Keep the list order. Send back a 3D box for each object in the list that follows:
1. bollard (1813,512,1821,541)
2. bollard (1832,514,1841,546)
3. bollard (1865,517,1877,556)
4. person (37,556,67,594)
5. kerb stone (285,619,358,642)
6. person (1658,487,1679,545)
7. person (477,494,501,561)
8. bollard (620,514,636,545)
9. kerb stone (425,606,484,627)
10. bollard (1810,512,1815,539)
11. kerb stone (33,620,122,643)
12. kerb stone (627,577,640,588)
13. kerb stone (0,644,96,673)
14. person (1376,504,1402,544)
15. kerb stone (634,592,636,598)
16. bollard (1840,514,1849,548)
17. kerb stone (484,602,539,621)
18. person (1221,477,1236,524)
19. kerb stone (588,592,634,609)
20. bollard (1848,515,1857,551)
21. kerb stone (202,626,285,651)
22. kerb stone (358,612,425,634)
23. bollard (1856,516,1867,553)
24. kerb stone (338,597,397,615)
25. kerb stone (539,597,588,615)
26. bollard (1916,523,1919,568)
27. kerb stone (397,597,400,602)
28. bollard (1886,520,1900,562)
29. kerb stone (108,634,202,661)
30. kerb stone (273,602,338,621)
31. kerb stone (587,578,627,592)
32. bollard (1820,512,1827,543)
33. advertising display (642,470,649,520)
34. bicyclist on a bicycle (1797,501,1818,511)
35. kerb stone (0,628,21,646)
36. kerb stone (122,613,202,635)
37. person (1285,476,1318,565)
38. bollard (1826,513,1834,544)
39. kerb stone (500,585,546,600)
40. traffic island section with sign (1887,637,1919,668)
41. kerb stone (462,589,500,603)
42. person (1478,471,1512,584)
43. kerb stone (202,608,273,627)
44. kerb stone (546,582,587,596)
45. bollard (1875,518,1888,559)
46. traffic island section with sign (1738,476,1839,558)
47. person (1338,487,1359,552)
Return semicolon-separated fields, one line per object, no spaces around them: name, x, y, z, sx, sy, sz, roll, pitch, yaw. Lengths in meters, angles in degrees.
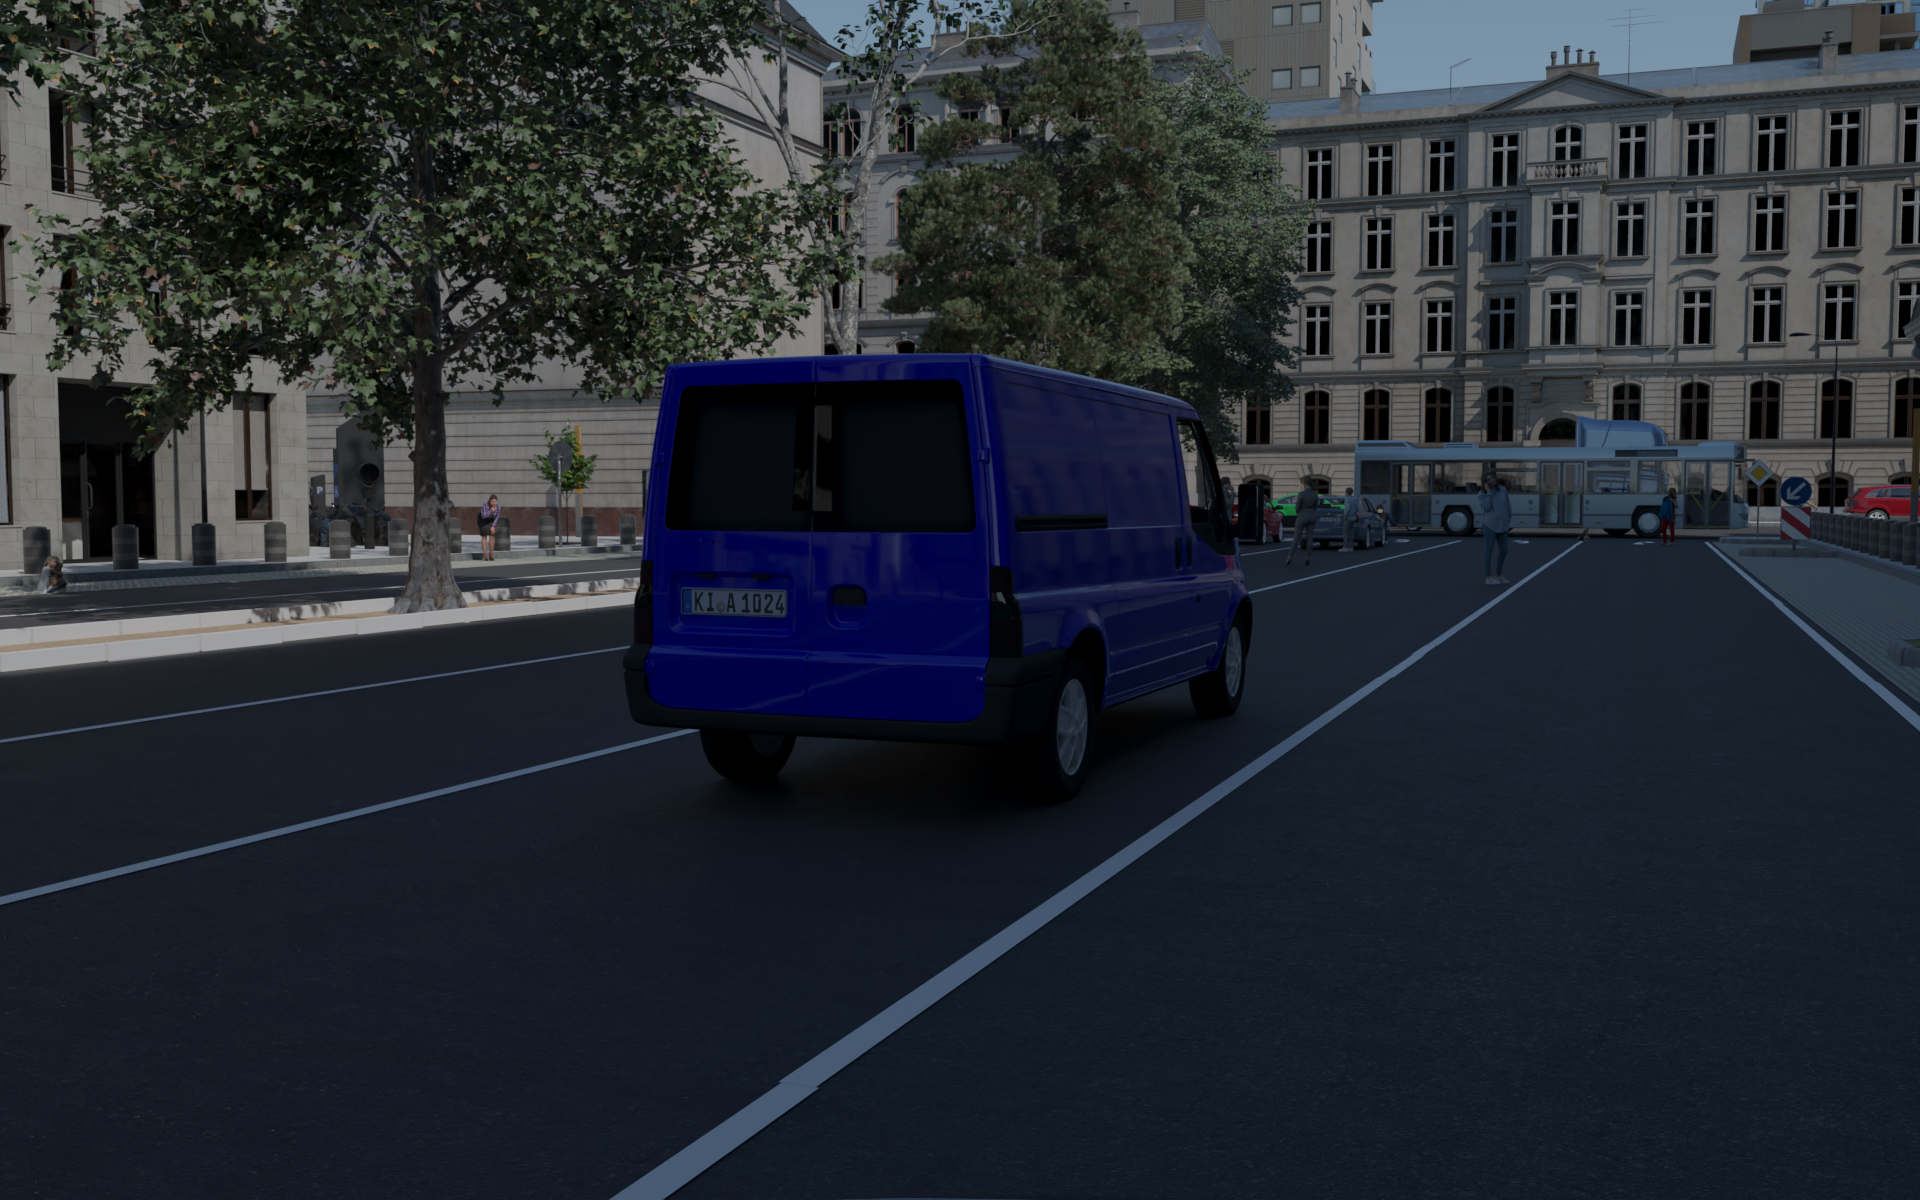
bollard;23.682;-2.000;47.411;0.404;0.777;0.398;0;3;0
bollard;21.751;-1.702;42.551;0.404;0.777;0.398;0;3;0
bollard;19.181;-1.309;36.114;0.404;0.777;0.398;0;3;0
person;-13.074;-0.365;24.938;0.381;0.543;0.357;3;5;44
kerb stone;-6.405;0.305;17.213;0.120;0.150;1.000;1;4;22
person;19.772;-2.333;48.355;0.444;1.614;0.593;1;4;9
person;-9.985;-1.533;36.790;0.421;1.427;0.697;-2;4;-35
bollard;-8.441;-1.792;44.009;0.404;0.777;0.398;0;3;0
kerb stone;-5.644;0.188;19.125;0.120;0.150;1.000;1;4;22
bollard;24.332;-2.099;49.032;0.404;0.777;0.398;0;3;0
kerb stone;-8.733;0.315;17.047;0.120;0.150;1.000;1;4;22
kerb stone;-4.920;-0.270;26.606;0.120;0.150;1.000;1;4;22
kerb stone;-7.544;0.480;14.353;0.120;0.150;1.000;1;4;22
person;12.297;-2.212;50.161;1.012;1.151;0.738;1;4;21
kerb stone;-4.118;-0.046;22.944;0.120;0.150;1.000;1;4;22
bollard;21.111;-1.604;40.940;0.404;0.777;0.398;0;3;0
kerb stone;-5.261;0.129;20.078;0.120;0.150;1.000;1;4;22
person;5.687;-1.725;36.880;0.473;1.802;0.592;2;4;26
kerb stone;-4.499;0.018;21.988;0.120;0.150;1.000;1;4;22
bollard;20.469;-1.505;39.330;0.404;0.777;0.398;0;3;0
kerb stone;-6.775;0.363;16.256;0.120;0.150;1.000;1;4;22
kerb stone;-6.011;0.248;18.161;0.120;0.150;1.000;1;4;22
bollard;19.825;-1.407;37.722;0.404;0.777;0.398;0;3;0
kerb stone;-7.203;0.081;20.866;0.120;0.150;1.000;1;4;22
kerb stone;-4.880;0.079;21.032;0.120;0.150;1.000;1;4;22
bollard;17.260;-1.013;31.281;0.404;0.777;0.398;0;3;0
kerb stone;-6.826;0.023;21.821;0.120;0.150;1.000;1;4;22
bollard;17.900;-1.112;32.891;0.404;0.777;0.398;0;3;0
kerb stone;-7.158;0.422;15.304;0.120;0.150;1.000;1;4;22
kerb stone;-7.586;0.143;19.912;0.120;0.150;1.000;1;4;22
kerb stone;-5.302;-0.209;25.653;0.120;0.150;1.000;1;4;22
bollard;23.037;-1.900;45.776;0.404;0.777;0.398;0;3;0
advertising display;-8.391;-2.542;46.776;0.123;1.923;0.974;0;4;5
bicyclist on a bicycle;31.048;-3.273;63.534;1.625;1.676;1.499;1;4;23
kerb stone;-9.109;0.374;16.082;0.120;0.150;1.000;1;4;22
kerb stone;-8.343;0.257;18.004;0.120;0.150;1.000;1;4;22
person;6.895;-1.600;34.931;0.520;1.790;0.573;-3;4;-36
bollard;22.392;-1.801;44.169;0.404;0.777;0.398;0;3;0
kerb stone;-6.059;-0.094;23.739;0.120;0.150;1.000;1;4;22
traffic island section with sign;8.891;-0.350;14.356;1.989;1.847;2.006;1;4;22
kerb stone;-6.446;-0.033;22.775;0.120;0.150;1.000;1;4;22
person;8.501;-1.149;27.544;0.793;1.790;0.793;3;5;39
kerb stone;-7.971;0.198;18.960;0.120;0.150;1.000;1;4;22
kerb stone;-5.687;-0.146;24.701;0.120;0.150;1.000;1;4;22
bollard;18.542;-1.210;34.500;0.404;0.777;0.398;0;3;0
traffic island section with sign;19.018;-1.907;39.800;1.989;1.847;2.006;1;4;22
person;9.726;-2.017;43.293;0.589;1.601;0.330;-3;5;-40
